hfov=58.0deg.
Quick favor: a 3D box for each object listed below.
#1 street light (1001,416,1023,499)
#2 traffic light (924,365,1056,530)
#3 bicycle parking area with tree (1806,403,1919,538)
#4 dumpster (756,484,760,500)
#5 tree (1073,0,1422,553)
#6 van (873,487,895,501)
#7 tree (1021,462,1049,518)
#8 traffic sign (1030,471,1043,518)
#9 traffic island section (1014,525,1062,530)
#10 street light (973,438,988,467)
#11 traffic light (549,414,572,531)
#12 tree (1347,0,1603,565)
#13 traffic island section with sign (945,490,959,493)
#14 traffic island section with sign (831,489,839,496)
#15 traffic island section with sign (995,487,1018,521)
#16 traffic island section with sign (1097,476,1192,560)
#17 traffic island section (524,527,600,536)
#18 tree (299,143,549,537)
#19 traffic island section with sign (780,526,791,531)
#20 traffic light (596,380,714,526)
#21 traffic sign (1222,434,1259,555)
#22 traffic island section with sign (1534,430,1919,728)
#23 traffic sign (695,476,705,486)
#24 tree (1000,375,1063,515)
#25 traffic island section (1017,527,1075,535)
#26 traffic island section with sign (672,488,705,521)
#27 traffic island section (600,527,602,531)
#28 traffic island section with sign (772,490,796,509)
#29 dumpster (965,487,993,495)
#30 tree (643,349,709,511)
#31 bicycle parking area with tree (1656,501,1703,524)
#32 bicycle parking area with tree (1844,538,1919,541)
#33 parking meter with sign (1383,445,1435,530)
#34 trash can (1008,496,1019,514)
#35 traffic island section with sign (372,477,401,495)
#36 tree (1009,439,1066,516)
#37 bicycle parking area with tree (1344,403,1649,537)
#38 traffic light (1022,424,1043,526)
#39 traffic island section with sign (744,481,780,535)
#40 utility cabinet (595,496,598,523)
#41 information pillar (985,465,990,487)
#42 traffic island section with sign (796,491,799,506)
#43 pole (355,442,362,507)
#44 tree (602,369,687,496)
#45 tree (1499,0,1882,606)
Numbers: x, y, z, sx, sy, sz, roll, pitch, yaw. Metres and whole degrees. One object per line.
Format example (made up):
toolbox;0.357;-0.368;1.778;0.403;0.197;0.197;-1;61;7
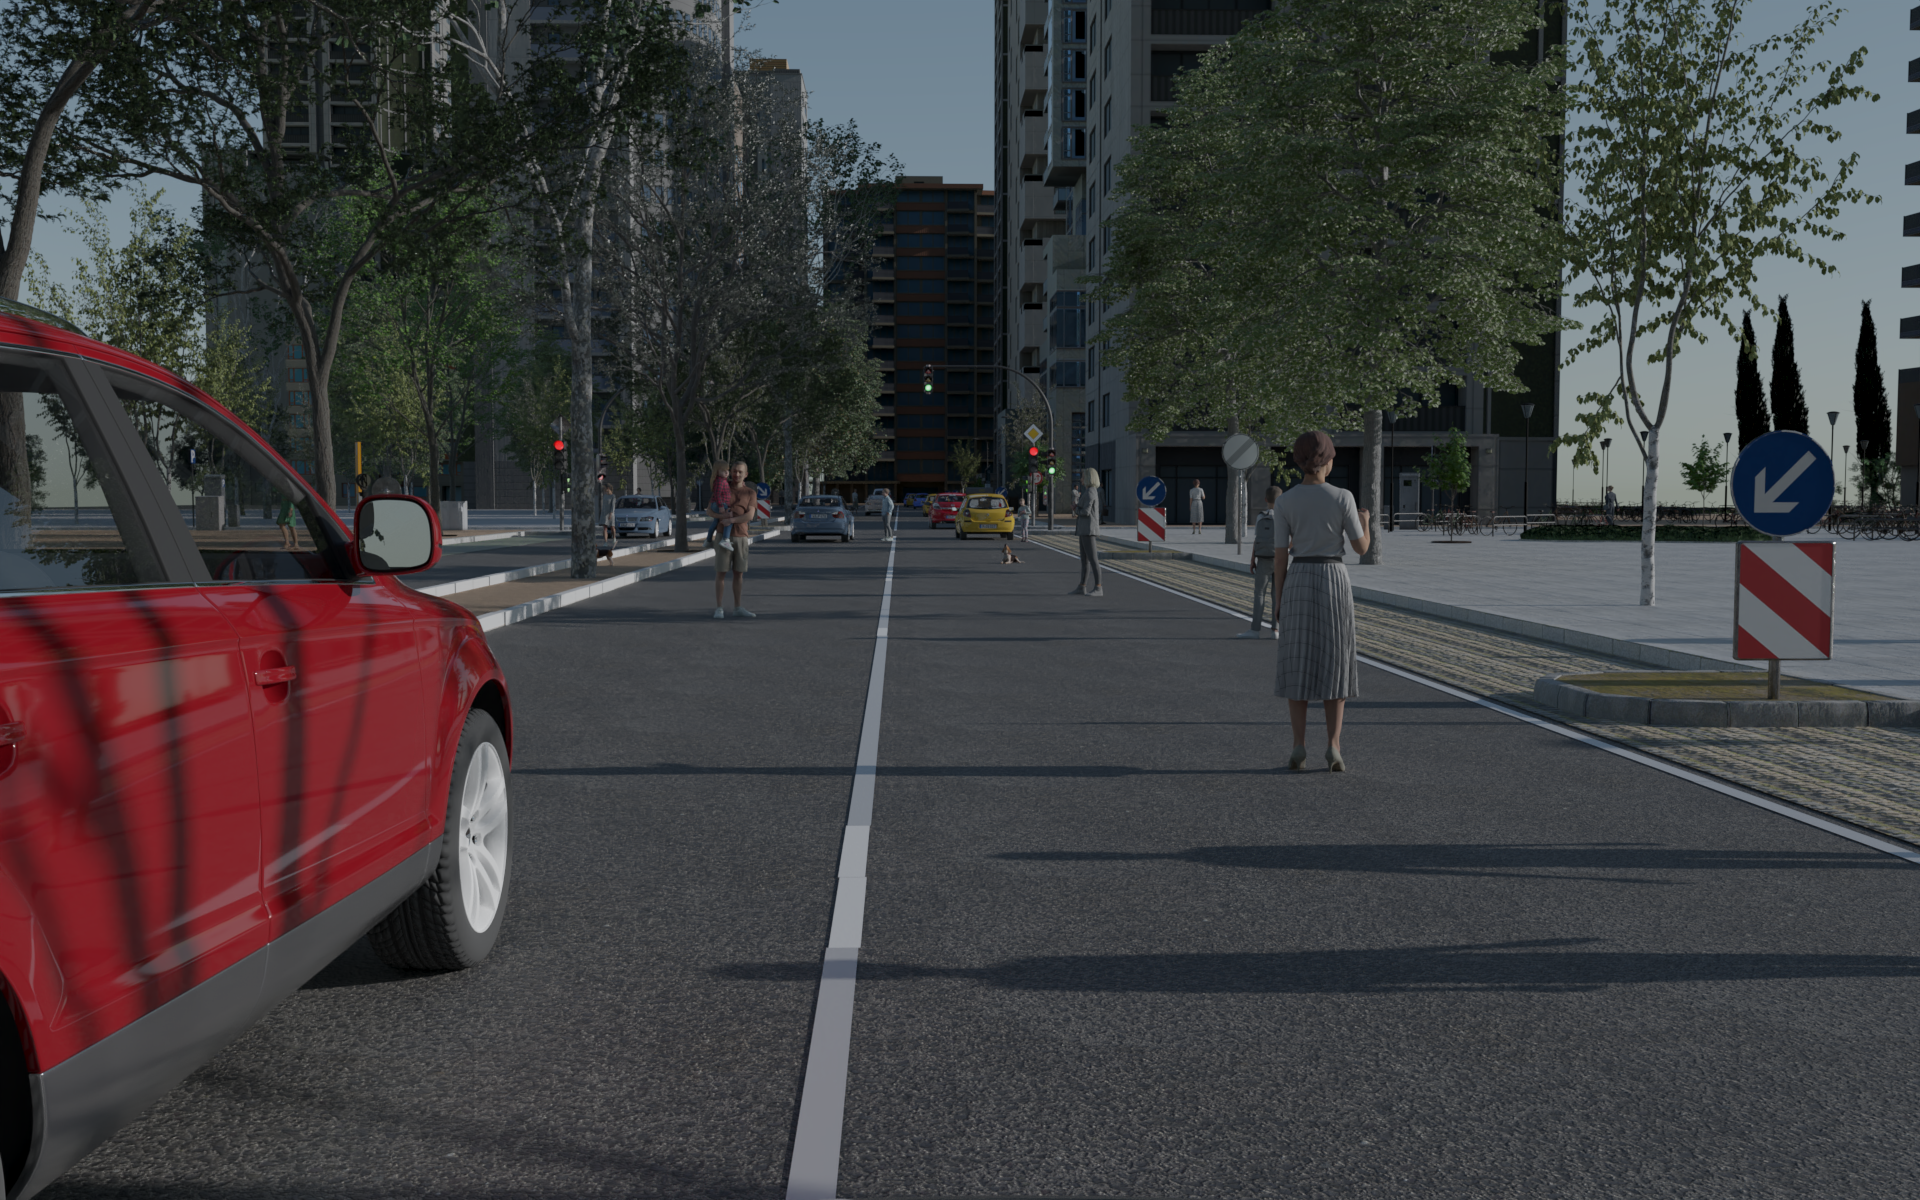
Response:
street light;3.154;-7.985;103.088;1.470;5.913;1.316;0;4;-2
traffic light;1.099;-5.287;61.107;4.771;5.953;1.251;0;4;-2
bicycle parking area with tree;30.506;-4.314;57.539;9.016;4.147;8.231;1;4;12
dumpster;-16.587;-8.133;137.929;1.985;2.255;1.502;0;4;-3
tree;6.627;-7.704;44.084;7.486;12.596;7.792;0;3;0
van;-6.177;-8.019;138.122;2.013;2.044;4.112;0;4;-1
tree;4.171;-6.151;95.173;1.663;3.219;1.824;0;3;0
traffic sign;4.125;-5.751;94.140;0.768;2.556;0.104;0;4;2
traffic island section;2.950;-2.883;69.416;2.009;0.180;2.903;0;4;-2
street light;1.736;-10.493;144.094;1.470;5.913;1.316;0;4;-2
traffic light;-13.964;-4.391;60.712;0.839;4.253;0.868;0;4;-2
tree;7.682;-6.893;30.822;7.486;12.596;7.792;0;3;0
traffic island section with sign;-0.569;-9.938;171.110;1.989;1.847;2.006;0;4;-2
traffic island section with sign;-10.398;-8.297;143.799;2.006;1.907;1.989;0;4;-2
traffic island section with sign;2.093;-5.222;94.000;1.989;1.847;2.006;0;4;-2
traffic island section with sign;4.023;-1.824;38.443;1.989;1.847;2.006;0;4;-2
traffic island section;-14.004;-2.359;60.845;2.009;0.180;2.903;0;4;-2
tree;-16.027;-7.738;52.268;9.928;11.665;9.643;0;3;0
traffic island section with sign;-7.783;-3.705;68.706;2.006;1.907;1.989;0;4;-2
traffic light;-12.153;-5.757;68.799;4.771;5.953;1.251;0;4;-2
traffic sign;5.907;-2.229;36.546;0.768;2.556;0.104;0;4;7
traffic island section with sign;4.965;-0.176;11.504;1.989;1.847;2.006;0;4;-2
traffic sign;-17.914;-7.309;119.234;0.795;2.593;0.064;0;4;8
tree;4.294;-9.610;107.493;4.360;8.622;3.978;0;3;0
traffic island section;3.227;-2.395;61.436;2.009;0.180;2.903;0;4;-2
traffic island section with sign;-14.809;-5.187;93.437;1.989;1.847;2.006;0;4;-2
traffic island section;-14.281;-2.847;68.825;2.009;0.180;2.903;0;4;-2
traffic island section with sign;-17.486;-9.903;170.535;1.989;1.847;2.006;0;4;-2
dumpster;1.235;-6.310;111.387;1.865;1.857;1.264;0;4;-1
tree;-19.528;-13.005;129.635;9.611;12.733;9.660;0;3;0
bicycle parking area with tree;33.478;-5.669;79.693;8.231;4.147;9.016;-1;4;-11
bicycle parking area with tree;29.012;-3.732;48.024;8.231;4.147;9.016;-2;4;-34
parking meter with sign;16.149;-4.039;62.297;1.738;3.016;0.543;1;4;12
trash can;3.438;-6.086;111.166;0.748;1.137;0.748;0;3;0
traffic island section with sign;-12.916;-1.839;38.693;1.989;1.847;2.006;0;4;-2
tree;4.342;-7.076;99.409;4.285;4.588;4.351;0;3;0
bicycle parking area with tree;16.142;-4.264;56.712;9.016;4.147;8.231;-2;4;-25
traffic light;2.910;-4.916;69.301;0.839;4.253;0.868;0;4;-2
traffic island section with sign;-7.535;-3.252;61.303;2.006;1.907;1.989;0;4;-2
utility cabinet;-16.480;-4.015;76.804;0.306;1.237;1.020;2;4;31
information pillar;2.247;-9.077;139.763;0.504;3.616;0.183;-2;4;-35
traffic island section with sign;-18.410;-11.550;197.474;1.989;1.847;2.006;0;4;-2
pole;-23.573;-4.529;67.895;0.158;3.312;0.155;0;3;0
tree;-17.798;-9.100;99.142;4.737;8.622;4.395;0;3;0
tree;8.112;-4.252;19.878;4.737;8.622;4.395;0;3;0
